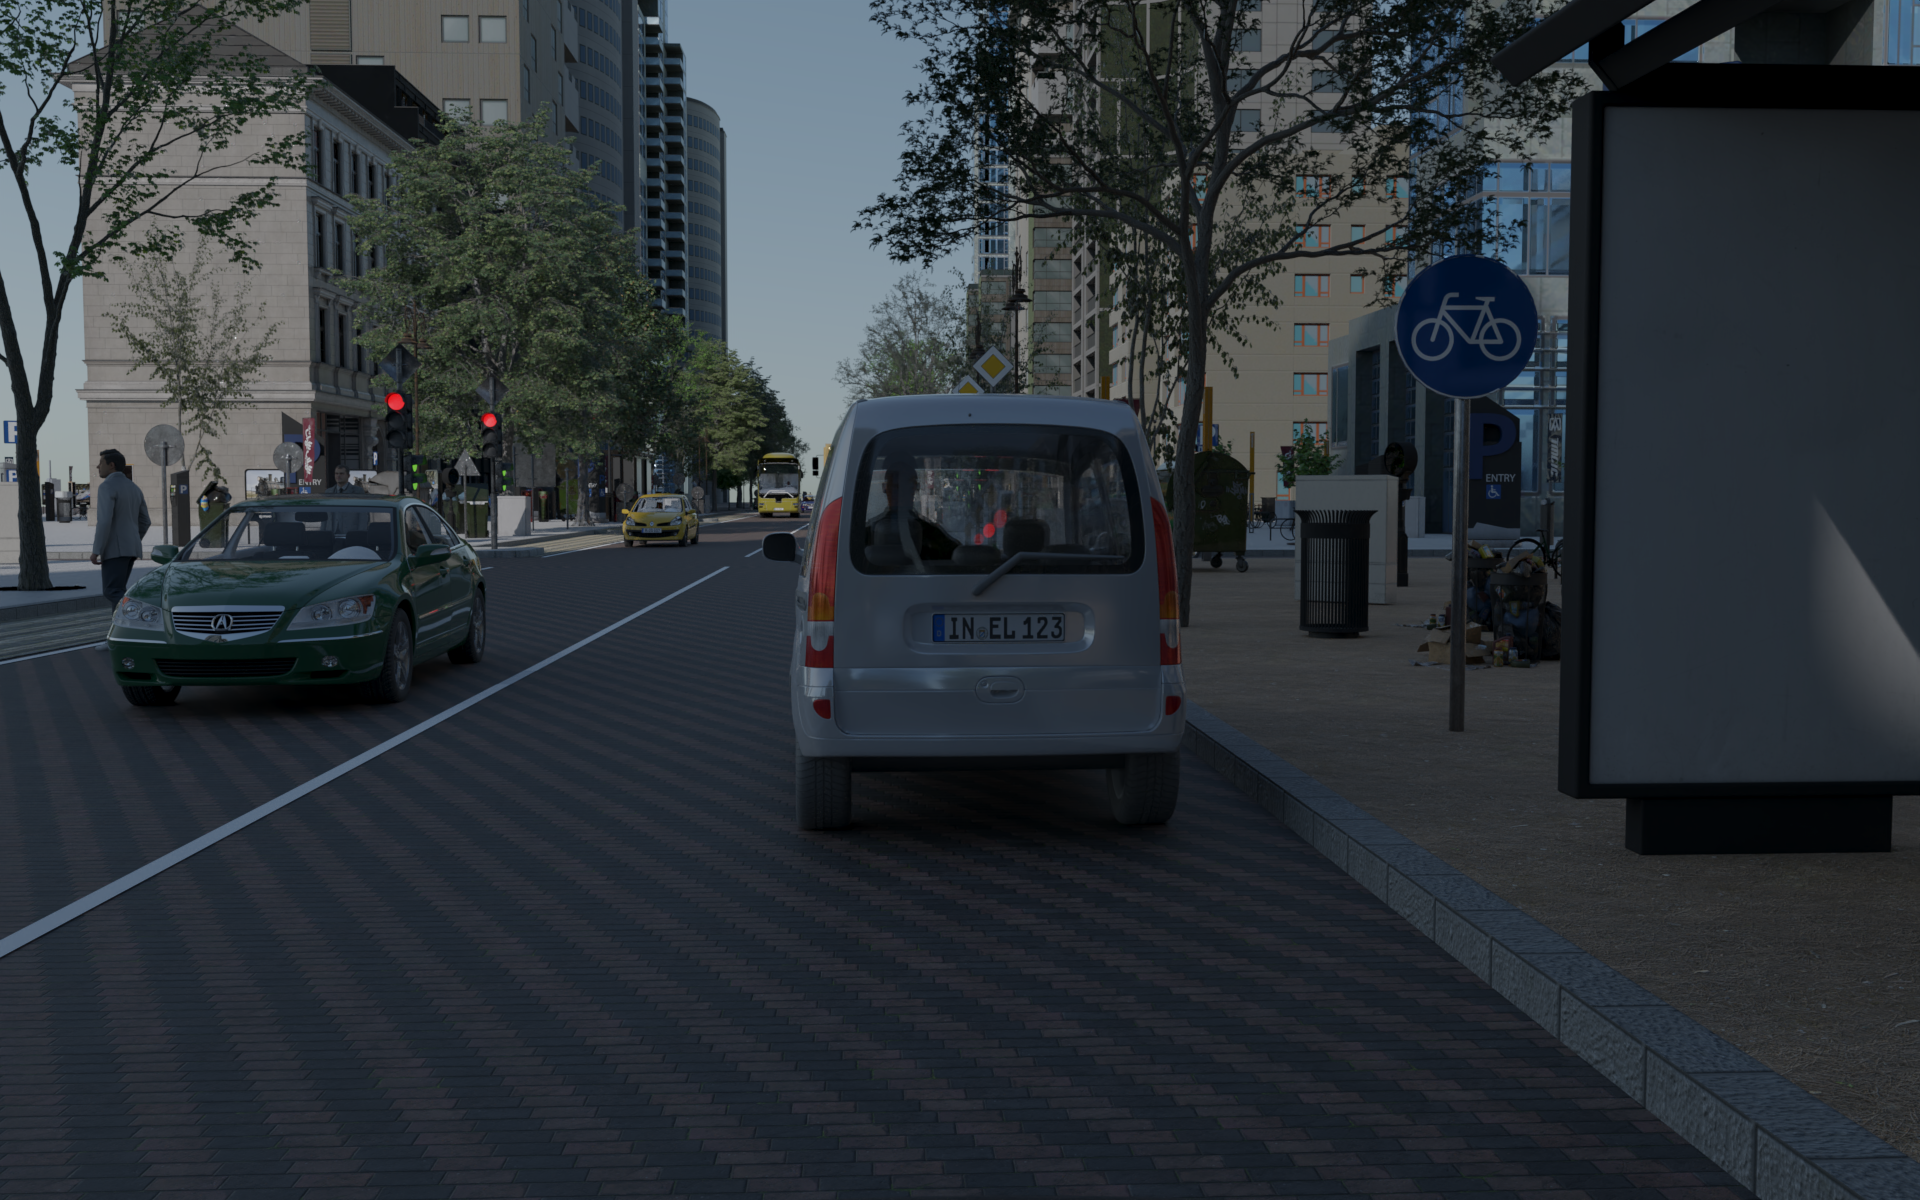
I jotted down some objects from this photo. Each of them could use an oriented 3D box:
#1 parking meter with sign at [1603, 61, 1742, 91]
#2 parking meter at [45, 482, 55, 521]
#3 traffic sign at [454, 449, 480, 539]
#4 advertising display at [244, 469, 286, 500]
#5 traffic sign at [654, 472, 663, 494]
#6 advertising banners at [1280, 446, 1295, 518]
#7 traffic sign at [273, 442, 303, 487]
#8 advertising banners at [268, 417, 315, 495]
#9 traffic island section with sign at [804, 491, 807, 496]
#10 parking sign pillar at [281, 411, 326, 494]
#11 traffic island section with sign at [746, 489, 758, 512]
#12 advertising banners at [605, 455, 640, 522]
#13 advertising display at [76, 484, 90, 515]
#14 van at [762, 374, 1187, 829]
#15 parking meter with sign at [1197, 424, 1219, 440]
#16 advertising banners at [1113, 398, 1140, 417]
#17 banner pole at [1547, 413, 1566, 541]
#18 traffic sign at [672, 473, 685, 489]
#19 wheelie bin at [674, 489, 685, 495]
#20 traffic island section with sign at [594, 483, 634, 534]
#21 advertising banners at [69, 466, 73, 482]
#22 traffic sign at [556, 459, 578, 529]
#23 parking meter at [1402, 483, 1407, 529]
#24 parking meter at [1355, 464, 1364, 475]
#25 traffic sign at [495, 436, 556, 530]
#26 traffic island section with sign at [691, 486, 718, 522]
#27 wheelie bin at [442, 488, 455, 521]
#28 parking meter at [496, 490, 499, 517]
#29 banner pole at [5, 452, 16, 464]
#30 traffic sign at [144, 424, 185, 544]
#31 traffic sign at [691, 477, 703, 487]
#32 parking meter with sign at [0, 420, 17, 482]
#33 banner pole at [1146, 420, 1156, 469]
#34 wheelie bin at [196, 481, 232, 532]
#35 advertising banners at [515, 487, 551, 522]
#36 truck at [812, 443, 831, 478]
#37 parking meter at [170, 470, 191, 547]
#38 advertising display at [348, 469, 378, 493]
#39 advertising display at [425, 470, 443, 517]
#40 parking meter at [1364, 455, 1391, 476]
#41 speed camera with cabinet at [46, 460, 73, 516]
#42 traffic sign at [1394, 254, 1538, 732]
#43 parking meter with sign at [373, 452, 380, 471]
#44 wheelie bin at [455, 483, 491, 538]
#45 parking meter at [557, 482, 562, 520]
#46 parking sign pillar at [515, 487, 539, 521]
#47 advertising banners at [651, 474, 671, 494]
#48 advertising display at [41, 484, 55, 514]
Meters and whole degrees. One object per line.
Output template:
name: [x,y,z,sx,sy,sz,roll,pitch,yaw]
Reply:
parking meter with sign: [3.386,-0.712,7.902,0.543,3.016,1.738,2,4,33]
parking meter: [-43.175,-4.676,82.167,0.255,1.863,0.399,0,4,8]
traffic sign: [-14.216,-3.044,49.768,0.884,2.594,0.081,0,4,4]
advertising display: [-17.700,-2.383,44.168,0.974,1.923,0.123,-1,4,-17]
traffic sign: [-18.128,-6.307,103.121,0.884,2.594,0.081,0,4,3]
advertising banners: [12.618,-4.074,62.792,2.074,3.025,0.090,0,4,-2]
traffic sign: [-16.357,-2.574,42.198,0.768,2.556,0.104,0,4,2]
advertising banners: [-15.454,-2.684,40.079,2.074,3.025,0.090,3,5,40]
traffic island section with sign: [-22.261,-14.735,249.541,1.989,1.847,2.006,0,4,-3]
parking sign pillar: [-21.428,-4.166,56.590,1.447,3.967,1.447,-1,4,-22]
traffic island section with sign: [-16.311,-8.050,140.245,1.989,1.847,2.006,0,4,-3]
advertising banners: [-15.462,-5.034,78.493,2.074,3.025,0.090,-2,4,-35]
advertising display: [-54.299,-6.237,107.194,0.123,1.923,0.974,3,5,41]
van: [-0.012,-0.111,8.821,2.013,2.044,4.112,0,4,-5]
parking meter with sign: [5.814,-2.825,42.443,0.543,3.016,1.738,2,4,25]
advertising banners: [2.277,-2.165,31.590,2.074,3.025,0.090,0,4,-1]
banner pole: [16.294,-3.491,47.088,0.401,3.779,0.863,-2,4,-35]
traffic sign: [-16.628,-6.261,102.474,0.768,2.556,0.104,0,4,-1]
wheelie bin: [-16.193,-5.612,99.667,0.693,1.594,0.980,-2,4,-28]
traffic island section with sign: [-12.081,-3.294,62.486,1.989,1.847,2.006,0,4,-3]
advertising banners: [-55.196,-6.771,106.898,0.090,3.025,2.074,0,4,-2]
traffic sign: [-14.303,-3.850,63.060,0.768,2.556,0.104,0,4,-2]
parking meter: [6.177,-1.000,24.768,0.372,1.533,0.369,0,3,0]
parking meter: [7.120,-1.512,30.430,0.399,1.863,0.255,1,4,23]
traffic sign: [-15.388,-4.109,61.052,2.265,3.308,0.079,0,4,1]
traffic island section with sign: [-13.560,-4.961,89.734,1.989,1.847,2.006,0,4,-3]
wheelie bin: [-16.205,-2.918,55.625,0.693,1.594,0.980,1,4,21]
parking meter: [-25.859,-5.411,96.887,0.372,1.533,0.369,0,3,0]
banner pole: [-55.850,-6.858,102.139,0.863,3.779,0.401,-1,4,-19]
traffic sign: [-14.501,-1.924,31.569,0.768,2.556,0.104,0,4,5]
traffic sign: [-17.236,-6.878,113.640,0.795,2.450,0.064,0,4,4]
parking meter with sign: [-22.852,-2.785,41.794,0.543,3.016,1.738,-3,4,-36]
banner pole: [6.364,-4.172,58.229,0.863,3.779,0.401,-3,4,-36]
wheelie bin: [-17.776,-2.044,41.327,0.693,1.594,0.980,-1,4,-10]
advertising banners: [-19.651,-5.044,78.650,2.074,3.025,0.090,-2,4,-27]
truck: [-3.807,-4.233,65.140,3.469,3.379,9.791,0,4,-5]
parking meter: [-18.933,-2.223,42.056,0.255,1.863,0.399,2,4,33]
advertising display: [-15.491,-2.416,44.715,0.974,1.923,0.123,-3,5,-44]
advertising display: [-14.007,-2.504,46.146,0.123,1.923,0.974,-3,4,-36]
parking meter: [6.295,-1.235,25.903,0.255,1.863,0.399,-1,4,-19]
speed camera with cabinet: [-52.422,-6.512,100.812,2.038,3.252,0.660,3,4,38]
traffic sign: [2.691,-0.563,9.305,0.768,2.556,0.104,0,4,0]
parking meter with sign: [-23.371,-4.628,71.925,1.738,3.016,0.543,-2,4,-35]
wheelie bin: [-14.130,-2.607,50.537,0.980,1.594,0.693,-1,4,-19]
parking meter: [-20.067,-4.963,86.850,0.255,1.863,0.399,-1,4,-8]
parking sign pillar: [-20.949,-5.812,83.500,1.447,3.967,1.447,2,4,28]
advertising banners: [-17.738,-6.480,102.139,0.090,3.025,2.074,2,4,30]
advertising display: [-57.604,-6.384,109.585,0.123,1.923,0.974,2,4,32]
